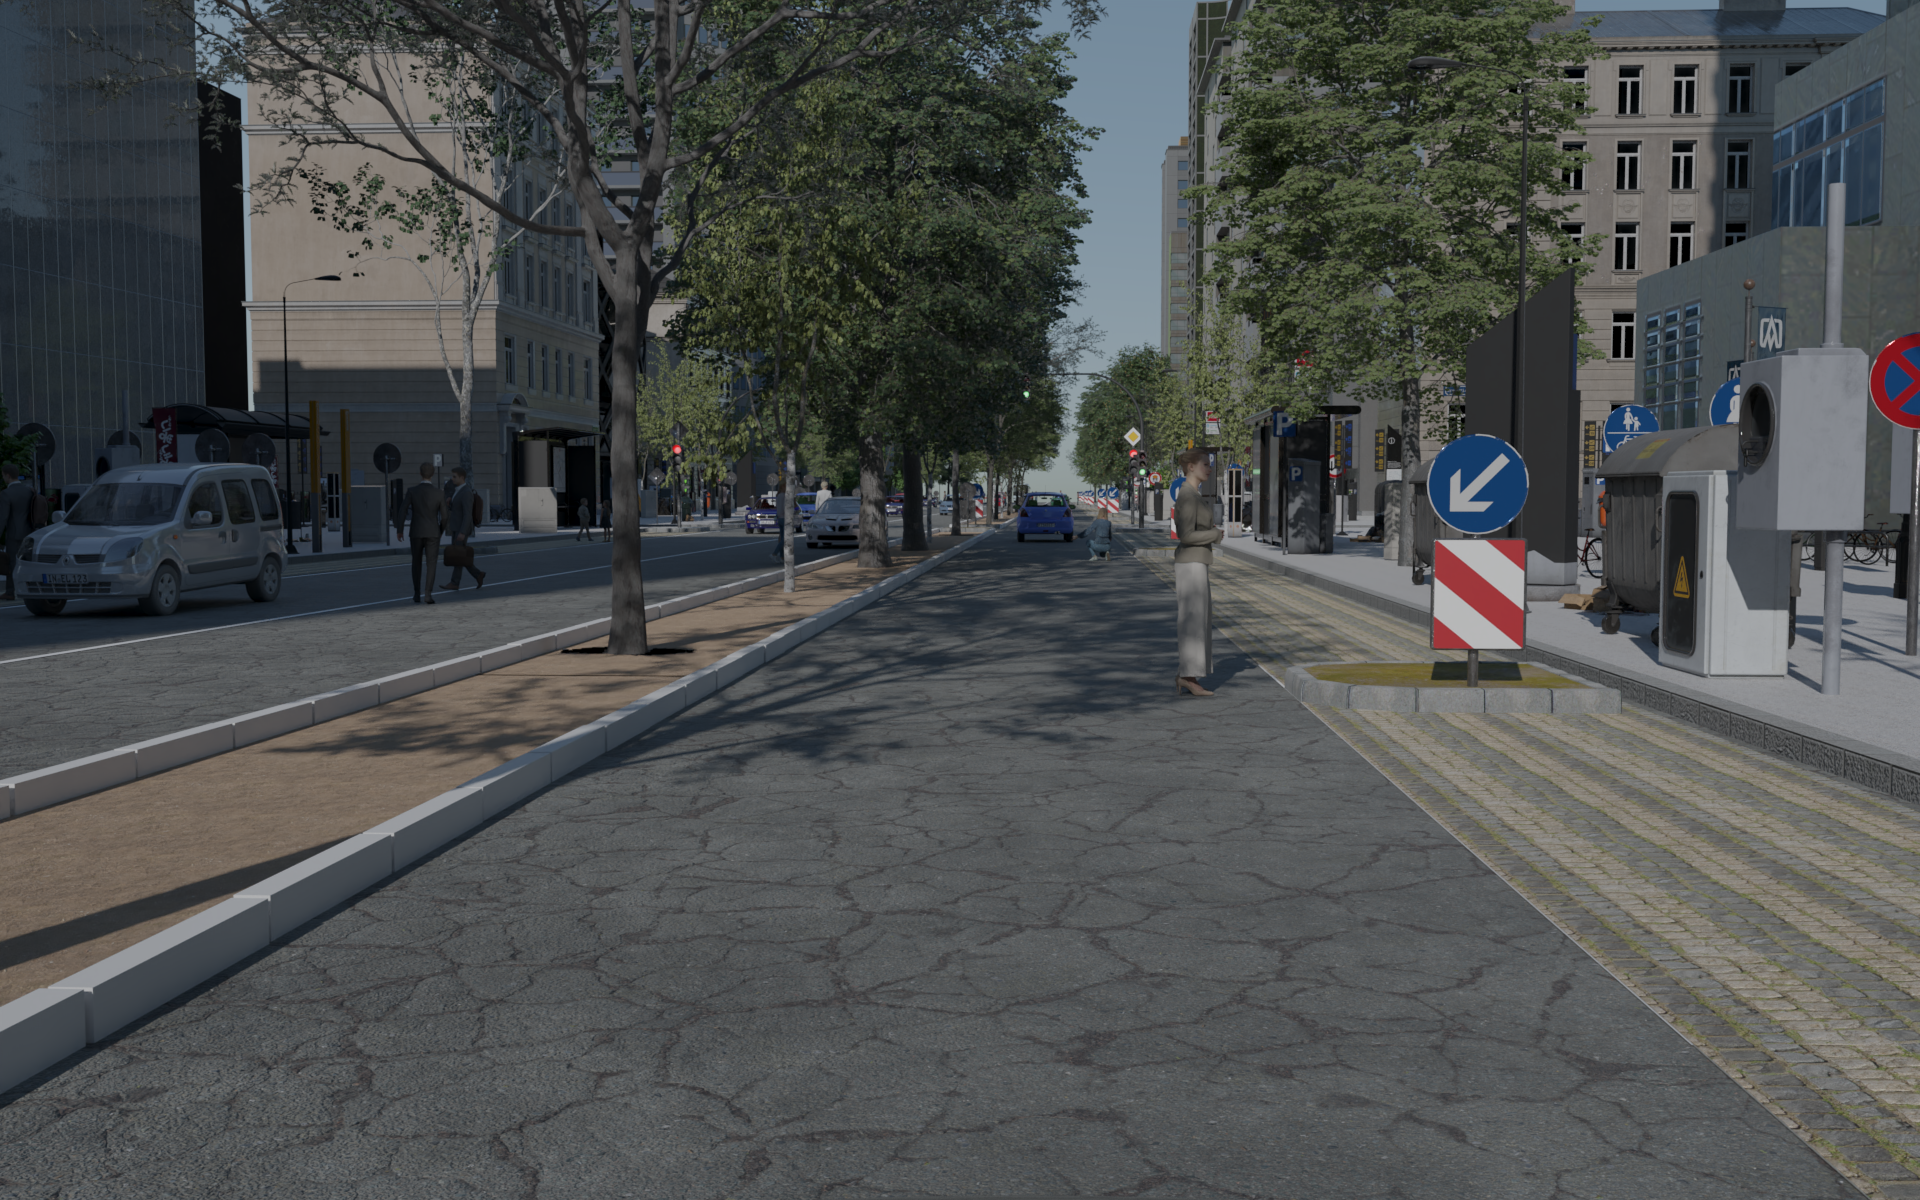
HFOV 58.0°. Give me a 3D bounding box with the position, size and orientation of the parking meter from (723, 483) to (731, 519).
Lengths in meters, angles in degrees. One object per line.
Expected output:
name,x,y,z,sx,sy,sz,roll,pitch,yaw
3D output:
parking meter,-12.232,-5.213,90.940,0.399,1.863,0.255,-3,5,-40

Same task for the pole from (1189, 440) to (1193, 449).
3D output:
pole,8.690,-4.374,65.353,0.158,3.312,0.155,0,3,0

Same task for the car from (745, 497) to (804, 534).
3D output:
car,-6.789,-3.112,63.453,1.945,1.354,3.894,0,4,3

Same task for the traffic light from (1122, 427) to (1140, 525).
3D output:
traffic light,7.267,-5.139,72.937,0.839,4.253,0.868,0,4,3

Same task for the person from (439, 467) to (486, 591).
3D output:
person,-7.375,-1.057,25.742,0.822,1.834,0.622,-3,5,-41

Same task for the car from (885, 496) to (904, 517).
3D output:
car,-4.089,-5.905,109.123,1.945,1.354,3.894,0,4,5

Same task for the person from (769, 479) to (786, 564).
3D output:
person,-3.676,-1.617,35.610,0.598,1.740,0.731,-3,5,-41

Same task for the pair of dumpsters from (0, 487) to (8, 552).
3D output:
pair of dumpsters,-17.928,-1.634,29.212,1.574,2.255,4.437,0,4,3

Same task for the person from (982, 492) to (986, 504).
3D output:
person,3.502,-15.023,253.998,0.709,1.838,0.599,0,4,2

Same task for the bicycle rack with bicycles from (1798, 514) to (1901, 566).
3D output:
bicycle rack with bicycles,16.679,-1.147,32.133,2.852,0.926,2.925,-2,4,-34

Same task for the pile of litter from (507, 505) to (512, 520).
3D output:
pile of litter,-21.680,-4.369,85.392,1.176,0.858,1.719,2,4,26

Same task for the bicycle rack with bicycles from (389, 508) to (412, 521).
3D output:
bicycle rack with bicycles,-27.766,-4.280,83.360,2.925,0.926,2.852,-3,4,-36

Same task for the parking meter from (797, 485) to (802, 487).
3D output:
parking meter,-10.651,-6.644,114.342,0.255,1.863,0.399,2,4,30

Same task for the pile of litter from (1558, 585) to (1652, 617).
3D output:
pile of litter,7.195,-0.310,19.038,1.176,0.858,1.719,2,4,29

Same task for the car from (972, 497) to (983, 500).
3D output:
car,2.034,-12.822,221.636,2.014,1.417,4.499,0,4,2

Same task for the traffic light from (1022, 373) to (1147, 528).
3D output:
traffic light,4.699,-5.522,64.948,4.771,5.953,1.251,0,4,3

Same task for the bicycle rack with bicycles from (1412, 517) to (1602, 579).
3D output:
bicycle rack with bicycles,8.383,-0.839,27.099,2.852,0.926,2.925,-1,4,-12

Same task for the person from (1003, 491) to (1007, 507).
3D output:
person,5.143,-11.584,198.621,0.721,1.735,1.217,-1,4,-17

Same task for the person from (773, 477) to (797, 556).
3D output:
person,-4.040,-1.934,40.094,0.573,1.828,0.580,-1,4,-14

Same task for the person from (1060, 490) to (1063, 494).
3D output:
person,10.873,-10.995,188.142,0.709,1.838,0.599,3,5,40

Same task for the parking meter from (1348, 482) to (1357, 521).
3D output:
parking meter,18.790,-4.719,82.861,0.399,1.863,0.255,-3,5,-40

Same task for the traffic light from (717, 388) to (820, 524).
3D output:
traffic light,-8.121,-6.067,73.869,4.771,5.953,1.251,0,4,3

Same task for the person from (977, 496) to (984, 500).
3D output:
person,1.669,-9.497,163.804,1.348,1.821,0.705,0,4,3

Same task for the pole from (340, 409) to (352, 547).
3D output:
pole,-14.752,-2.922,41.622,0.158,3.312,0.155,0,3,0

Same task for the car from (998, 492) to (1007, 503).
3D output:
car,6.571,-16.827,283.799,2.281,1.827,5.304,0,4,3

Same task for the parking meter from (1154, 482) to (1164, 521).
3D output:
parking meter,9.512,-4.714,82.792,0.255,1.863,0.399,-3,5,-41

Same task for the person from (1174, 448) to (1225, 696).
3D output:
person,1.697,-0.199,12.304,0.362,1.759,0.519,0,4,7

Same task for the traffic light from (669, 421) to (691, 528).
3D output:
traffic light,-10.689,-4.714,65.986,0.839,4.253,0.868,0,4,3

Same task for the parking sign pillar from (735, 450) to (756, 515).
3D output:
parking sign pillar,-13.139,-7.220,106.512,1.447,3.967,1.447,3,5,41

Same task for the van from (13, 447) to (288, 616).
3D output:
van,-10.063,-0.900,21.728,2.013,2.044,4.112,0,4,4

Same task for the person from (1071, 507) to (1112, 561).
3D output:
person,2.904,-1.419,37.203,1.012,1.151,0.738,-1,4,-14

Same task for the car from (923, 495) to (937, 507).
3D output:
car,-3.391,-10.591,185.736,1.945,1.354,3.894,0,4,3

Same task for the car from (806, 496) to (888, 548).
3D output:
car,-3.044,-2.142,47.389,2.083,1.381,4.827,0,4,4

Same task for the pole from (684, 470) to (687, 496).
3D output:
pole,-18.541,-7.520,116.797,0.158,3.312,0.155,0,3,0

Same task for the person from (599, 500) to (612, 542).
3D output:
person,-10.537,-2.340,51.427,0.362,1.253,0.373,-3,5,-44

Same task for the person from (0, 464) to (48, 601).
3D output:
person,-12.541,-0.896,23.114,0.822,1.834,0.622,0,4,7

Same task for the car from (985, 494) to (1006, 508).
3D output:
car,3.608,-10.271,176.974,2.155,1.783,4.494,0,4,1

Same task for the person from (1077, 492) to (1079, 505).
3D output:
person,14.499,-12.382,211.655,0.721,1.736,1.217,0,4,8

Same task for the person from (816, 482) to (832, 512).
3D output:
person,-4.396,-2.946,56.542,0.514,1.842,0.818,-2,4,-27

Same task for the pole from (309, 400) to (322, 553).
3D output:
pole,-14.080,-2.691,37.845,0.158,3.312,0.155,0,3,0

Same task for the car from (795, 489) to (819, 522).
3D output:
car,-6.922,-4.278,79.529,1.945,1.707,3.694,0,4,2

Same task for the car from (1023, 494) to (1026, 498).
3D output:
car,10.966,-16.567,282.875,2.014,1.417,4.499,0,4,1

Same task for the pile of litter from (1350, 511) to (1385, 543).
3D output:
pile of litter,11.112,-1.967,46.127,1.176,0.858,1.719,-1,4,-17

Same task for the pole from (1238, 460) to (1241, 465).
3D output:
pole,16.624,-6.682,103.099,0.158,3.312,0.155,0,3,0

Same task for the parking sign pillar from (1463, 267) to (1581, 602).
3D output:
parking sign pillar,6.883,-2.004,21.230,1.447,3.967,1.447,3,5,41

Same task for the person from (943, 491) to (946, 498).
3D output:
person,-1.852,-12.213,208.187,0.705,1.824,1.348,0,4,4

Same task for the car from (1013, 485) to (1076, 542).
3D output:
car,2.578,-2.646,52.852,1.945,1.707,3.694,0,4,1

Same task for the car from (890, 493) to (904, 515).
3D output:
car,-3.772,-6.707,118.700,2.155,1.783,4.494,0,4,4

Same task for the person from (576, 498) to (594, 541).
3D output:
person,-11.383,-2.424,52.399,0.475,1.303,0.640,2,4,32

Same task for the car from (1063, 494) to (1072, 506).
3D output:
car,9.631,-9.429,165.968,2.131,1.459,4.920,0,4,5

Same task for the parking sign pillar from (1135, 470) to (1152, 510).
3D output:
parking sign pillar,14.749,-9.190,138.726,1.447,3.967,1.447,-3,4,-37

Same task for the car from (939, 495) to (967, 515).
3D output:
car,-0.360,-6.452,117.486,2.014,1.417,4.499,0,4,5

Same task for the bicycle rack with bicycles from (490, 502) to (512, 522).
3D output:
bicycle rack with bicycles,-21.877,-4.019,79.085,2.925,0.926,2.852,-1,4,-13

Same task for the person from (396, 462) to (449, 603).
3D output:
person,-7.048,-0.886,22.759,0.659,1.850,0.755,-1,4,-16
